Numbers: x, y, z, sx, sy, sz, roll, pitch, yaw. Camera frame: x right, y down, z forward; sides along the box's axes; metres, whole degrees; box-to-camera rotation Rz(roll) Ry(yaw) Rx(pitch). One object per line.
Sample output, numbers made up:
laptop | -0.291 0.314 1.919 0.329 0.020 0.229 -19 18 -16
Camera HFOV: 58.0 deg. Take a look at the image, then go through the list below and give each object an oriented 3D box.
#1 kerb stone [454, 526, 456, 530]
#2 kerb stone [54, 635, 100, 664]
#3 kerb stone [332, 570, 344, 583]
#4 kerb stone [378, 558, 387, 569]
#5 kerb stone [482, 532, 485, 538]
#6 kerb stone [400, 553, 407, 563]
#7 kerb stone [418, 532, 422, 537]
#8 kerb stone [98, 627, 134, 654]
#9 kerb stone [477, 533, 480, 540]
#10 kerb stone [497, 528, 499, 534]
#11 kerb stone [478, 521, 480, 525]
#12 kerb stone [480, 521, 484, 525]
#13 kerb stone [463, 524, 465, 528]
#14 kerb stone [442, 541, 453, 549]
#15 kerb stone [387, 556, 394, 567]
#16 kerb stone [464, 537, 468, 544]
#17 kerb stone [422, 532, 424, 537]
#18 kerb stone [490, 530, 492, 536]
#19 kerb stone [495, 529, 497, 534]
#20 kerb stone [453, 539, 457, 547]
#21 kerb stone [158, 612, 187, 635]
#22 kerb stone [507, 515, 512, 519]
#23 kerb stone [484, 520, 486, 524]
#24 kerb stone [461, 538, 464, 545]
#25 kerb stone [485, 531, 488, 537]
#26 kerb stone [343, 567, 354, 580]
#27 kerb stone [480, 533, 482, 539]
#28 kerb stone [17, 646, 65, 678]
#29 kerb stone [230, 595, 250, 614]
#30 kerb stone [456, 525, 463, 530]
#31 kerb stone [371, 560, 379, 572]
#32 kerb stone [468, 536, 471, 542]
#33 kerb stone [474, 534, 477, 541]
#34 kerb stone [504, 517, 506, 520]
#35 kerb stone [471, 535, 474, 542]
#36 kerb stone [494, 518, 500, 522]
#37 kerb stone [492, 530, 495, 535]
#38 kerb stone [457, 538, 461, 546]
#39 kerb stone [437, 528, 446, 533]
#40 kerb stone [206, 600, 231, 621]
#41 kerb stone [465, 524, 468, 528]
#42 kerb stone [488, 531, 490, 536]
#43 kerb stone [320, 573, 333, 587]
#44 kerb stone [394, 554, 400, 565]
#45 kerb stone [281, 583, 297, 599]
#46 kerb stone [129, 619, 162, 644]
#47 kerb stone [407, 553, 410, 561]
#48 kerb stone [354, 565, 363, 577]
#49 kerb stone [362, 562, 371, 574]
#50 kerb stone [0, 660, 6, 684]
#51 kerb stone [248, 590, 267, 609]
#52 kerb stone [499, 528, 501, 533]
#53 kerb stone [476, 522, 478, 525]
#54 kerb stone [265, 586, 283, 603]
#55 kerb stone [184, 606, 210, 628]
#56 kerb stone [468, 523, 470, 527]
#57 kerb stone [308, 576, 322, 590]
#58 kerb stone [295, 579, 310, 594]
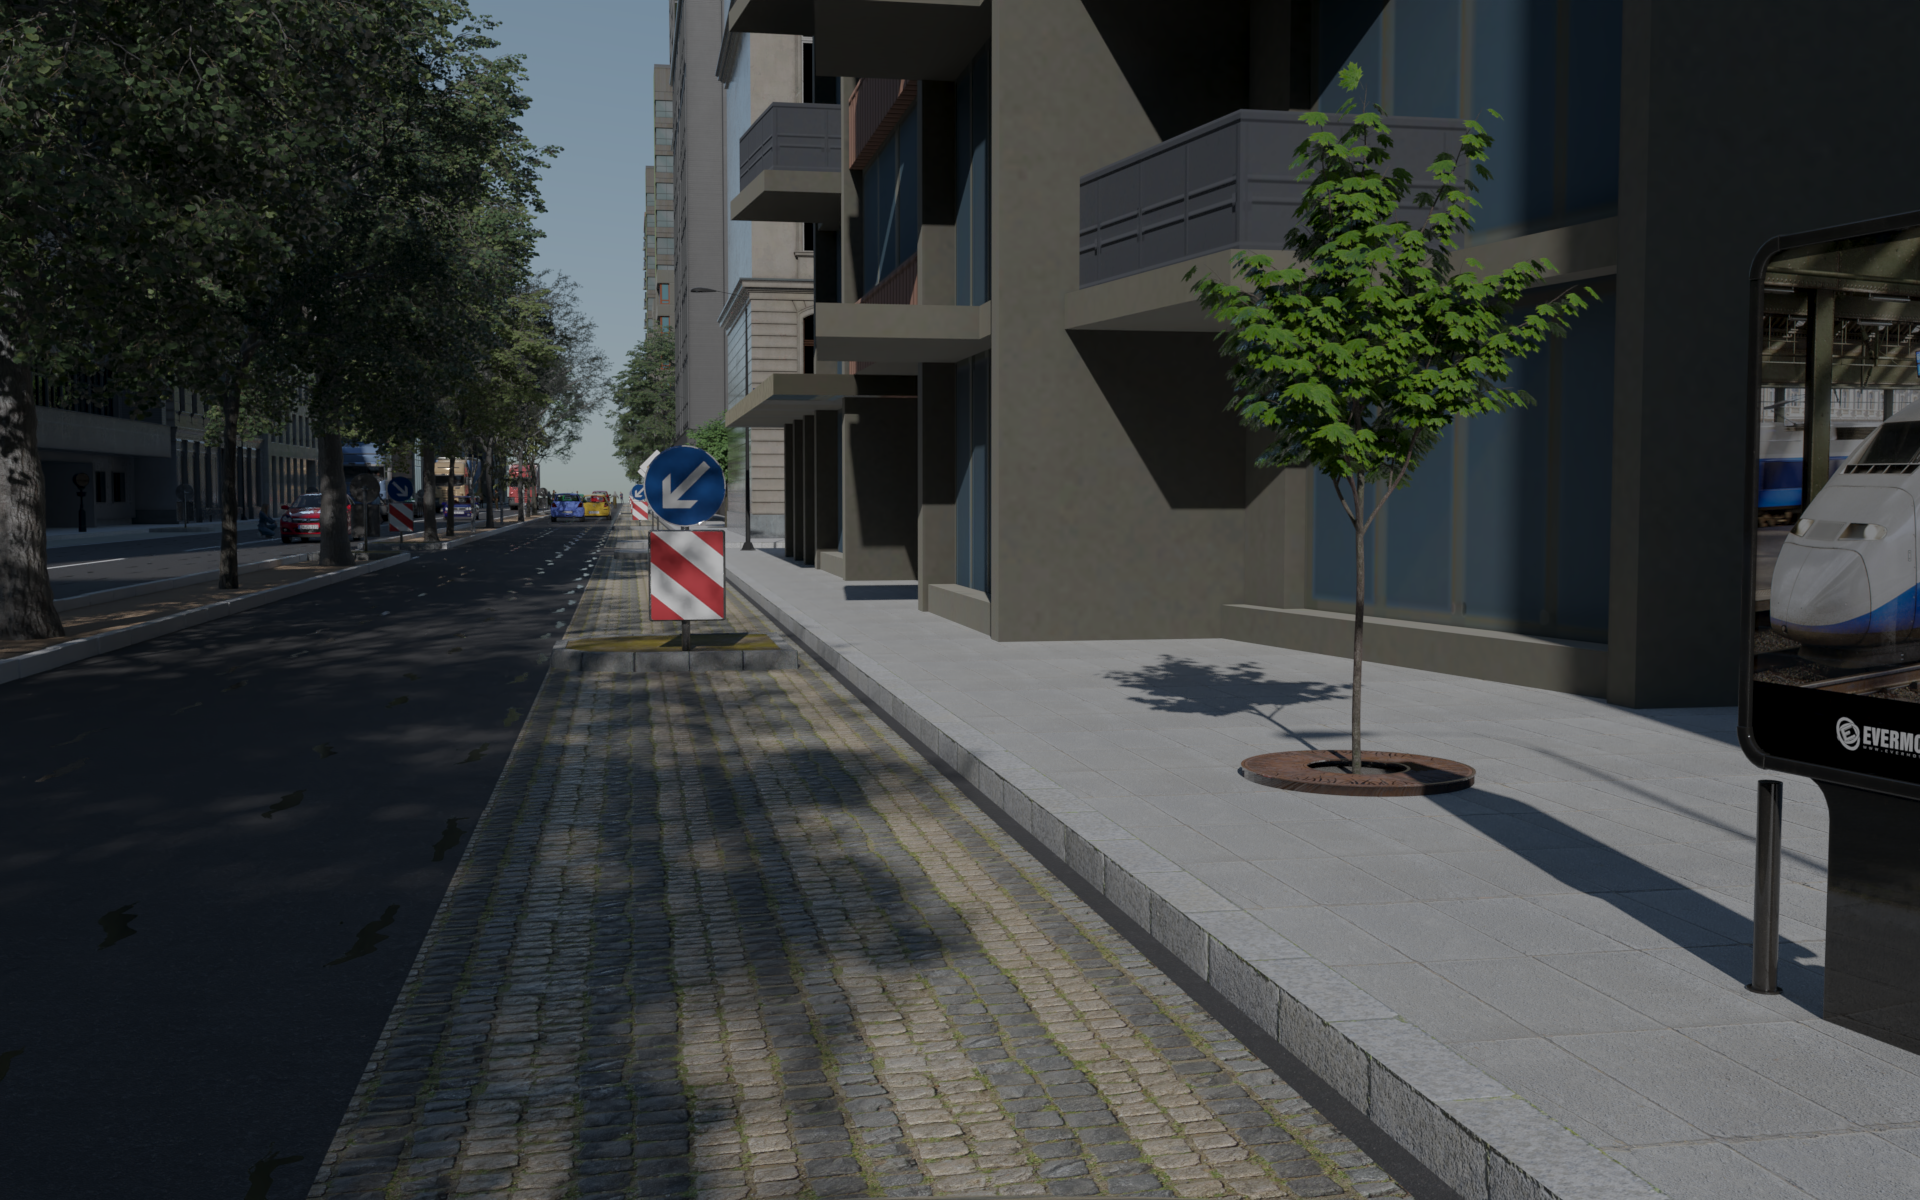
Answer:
kerb stone | -19.855 -2.768 67.459 0.120 0.150 1.000 -1 4 -11
kerb stone | -7.662 0.443 14.954 0.120 0.150 1.000 -1 4 -11
kerb stone | -10.166 -0.355 28.049 0.120 0.150 1.000 -1 4 -11
kerb stone | -11.130 -0.666 33.081 0.120 0.150 1.000 -1 4 -11
kerb stone | -15.475 -2.048 55.737 0.120 0.150 1.000 -1 4 -11
kerb stone | -11.707 -0.850 36.097 0.120 0.150 1.000 -1 4 -11
kerb stone | -17.733 -2.090 56.375 0.120 0.150 1.000 -1 4 -11
kerb stone | -7.845 0.382 15.960 0.120 0.150 1.000 -1 4 -11
kerb stone | -15.084 -1.928 53.725 0.120 0.150 1.000 -1 4 -11
kerb stone | -16.628 -2.419 61.794 0.120 0.150 1.000 -1 4 -11
kerb stone | -21.984 -3.441 78.524 0.120 0.150 1.000 -1 4 -11
kerb stone | -22.359 -3.568 80.534 0.120 0.150 1.000 -1 4 -11
kerb stone | -20.630 -3.013 71.480 0.120 0.150 1.000 -1 4 -11
kerb stone | -13.547 -1.436 45.674 0.120 0.150 1.000 -1 4 -11
kerb stone | -11.321 -0.727 34.090 0.120 0.150 1.000 -1 4 -11
kerb stone | -14.312 -1.681 49.703 0.120 0.150 1.000 -1 4 -11
kerb stone | -17.926 -2.152 57.385 0.120 0.150 1.000 -1 4 -11
kerb stone | -16.051 -2.237 58.765 0.120 0.150 1.000 -1 4 -11
kerb stone | -16.439 -2.359 60.788 0.120 0.150 1.000 -1 4 -11
kerb stone | -13.732 -1.496 46.679 0.120 0.150 1.000 -1 4 -11
kerb stone | -8.234 0.261 17.968 0.120 0.150 1.000 -1 4 -11
kerb stone | -26.033 -4.739 99.671 0.120 0.150 1.000 -1 4 -11
kerb stone | -22.554 -3.625 81.537 0.120 0.150 1.000 -1 4 -11
kerb stone | -14.122 -1.621 48.698 0.120 0.150 1.000 -1 4 -11
kerb stone | -15.664 -2.113 56.745 0.120 0.150 1.000 -1 4 -11
kerb stone | -10.354 -0.419 29.054 0.120 0.150 1.000 -1 4 -11
kerb stone | -15.280 -1.986 54.734 0.120 0.150 1.000 -1 4 -11
kerb stone | -7.460 0.511 13.952 0.120 0.150 1.000 -1 4 -11
kerb stone | -8.808 0.073 21.004 0.120 0.150 1.000 -1 4 -11
kerb stone | -20.435 -2.948 70.472 0.120 0.150 1.000 -1 4 -11
kerb stone | -10.935 -0.596 32.078 0.120 0.150 1.000 -1 4 -11
kerb stone | -14.507 -1.744 50.706 0.120 0.150 1.000 -1 4 -11
kerb stone | -14.891 -1.863 52.715 0.120 0.150 1.000 -1 4 -11
kerb stone | -25.065 -4.431 94.643 0.120 0.150 1.000 -1 4 -11
kerb stone | -14.699 -1.802 51.710 0.120 0.150 1.000 -1 4 -11
kerb stone | -24.684 -4.308 92.631 0.120 0.150 1.000 -1 4 -11
kerb stone | -16.246 -2.296 59.775 0.120 0.150 1.000 -1 4 -11
kerb stone | -13.923 -1.557 47.689 0.120 0.150 1.000 -1 4 -11
kerb stone | -19.283 -2.584 64.441 0.120 0.150 1.000 -1 4 -11
kerb stone | -8.624 0.135 19.993 0.120 0.150 1.000 -1 4 -11
kerb stone | -20.816 -3.075 72.488 0.120 0.150 1.000 -1 4 -11
kerb stone | -15.865 -2.175 57.754 0.120 0.150 1.000 -1 4 -11
kerb stone | -9.978 -0.296 27.034 0.120 0.150 1.000 -1 4 -11
kerb stone | -11.519 -0.789 35.093 0.120 0.150 1.000 -1 4 -11
kerb stone | -9.392 -0.110 24.016 0.120 0.150 1.000 -1 4 -11
kerb stone | -8.037 0.325 16.965 0.120 0.150 1.000 -1 4 -11
kerb stone | -11.905 -0.912 37.100 0.120 0.150 1.000 -1 4 -11
kerb stone | -10.549 -0.481 30.057 0.120 0.150 1.000 -1 4 -11
kerb stone | -10.743 -0.542 31.061 0.120 0.150 1.000 -1 4 -11
kerb stone | -7.276 0.566 12.947 0.120 0.150 1.000 -1 4 -11
kerb stone | -9.007 0.012 22.007 0.120 0.150 1.000 -1 4 -11
kerb stone | -16.828 -2.479 62.810 0.120 0.150 1.000 -1 4 -11
kerb stone | -21.782 -3.383 77.508 0.120 0.150 1.000 -1 4 -11
kerb stone | -9.196 -0.050 23.012 0.120 0.150 1.000 -1 4 -11
kerb stone | -8.428 0.197 18.976 0.120 0.150 1.000 -1 4 -11
kerb stone | -21.011 -3.135 73.492 0.120 0.150 1.000 -1 4 -11
kerb stone | -9.776 -0.234 26.025 0.120 0.150 1.000 -1 4 -11
kerb stone | -9.581 -0.167 25.020 0.120 0.150 1.000 -1 4 -11
